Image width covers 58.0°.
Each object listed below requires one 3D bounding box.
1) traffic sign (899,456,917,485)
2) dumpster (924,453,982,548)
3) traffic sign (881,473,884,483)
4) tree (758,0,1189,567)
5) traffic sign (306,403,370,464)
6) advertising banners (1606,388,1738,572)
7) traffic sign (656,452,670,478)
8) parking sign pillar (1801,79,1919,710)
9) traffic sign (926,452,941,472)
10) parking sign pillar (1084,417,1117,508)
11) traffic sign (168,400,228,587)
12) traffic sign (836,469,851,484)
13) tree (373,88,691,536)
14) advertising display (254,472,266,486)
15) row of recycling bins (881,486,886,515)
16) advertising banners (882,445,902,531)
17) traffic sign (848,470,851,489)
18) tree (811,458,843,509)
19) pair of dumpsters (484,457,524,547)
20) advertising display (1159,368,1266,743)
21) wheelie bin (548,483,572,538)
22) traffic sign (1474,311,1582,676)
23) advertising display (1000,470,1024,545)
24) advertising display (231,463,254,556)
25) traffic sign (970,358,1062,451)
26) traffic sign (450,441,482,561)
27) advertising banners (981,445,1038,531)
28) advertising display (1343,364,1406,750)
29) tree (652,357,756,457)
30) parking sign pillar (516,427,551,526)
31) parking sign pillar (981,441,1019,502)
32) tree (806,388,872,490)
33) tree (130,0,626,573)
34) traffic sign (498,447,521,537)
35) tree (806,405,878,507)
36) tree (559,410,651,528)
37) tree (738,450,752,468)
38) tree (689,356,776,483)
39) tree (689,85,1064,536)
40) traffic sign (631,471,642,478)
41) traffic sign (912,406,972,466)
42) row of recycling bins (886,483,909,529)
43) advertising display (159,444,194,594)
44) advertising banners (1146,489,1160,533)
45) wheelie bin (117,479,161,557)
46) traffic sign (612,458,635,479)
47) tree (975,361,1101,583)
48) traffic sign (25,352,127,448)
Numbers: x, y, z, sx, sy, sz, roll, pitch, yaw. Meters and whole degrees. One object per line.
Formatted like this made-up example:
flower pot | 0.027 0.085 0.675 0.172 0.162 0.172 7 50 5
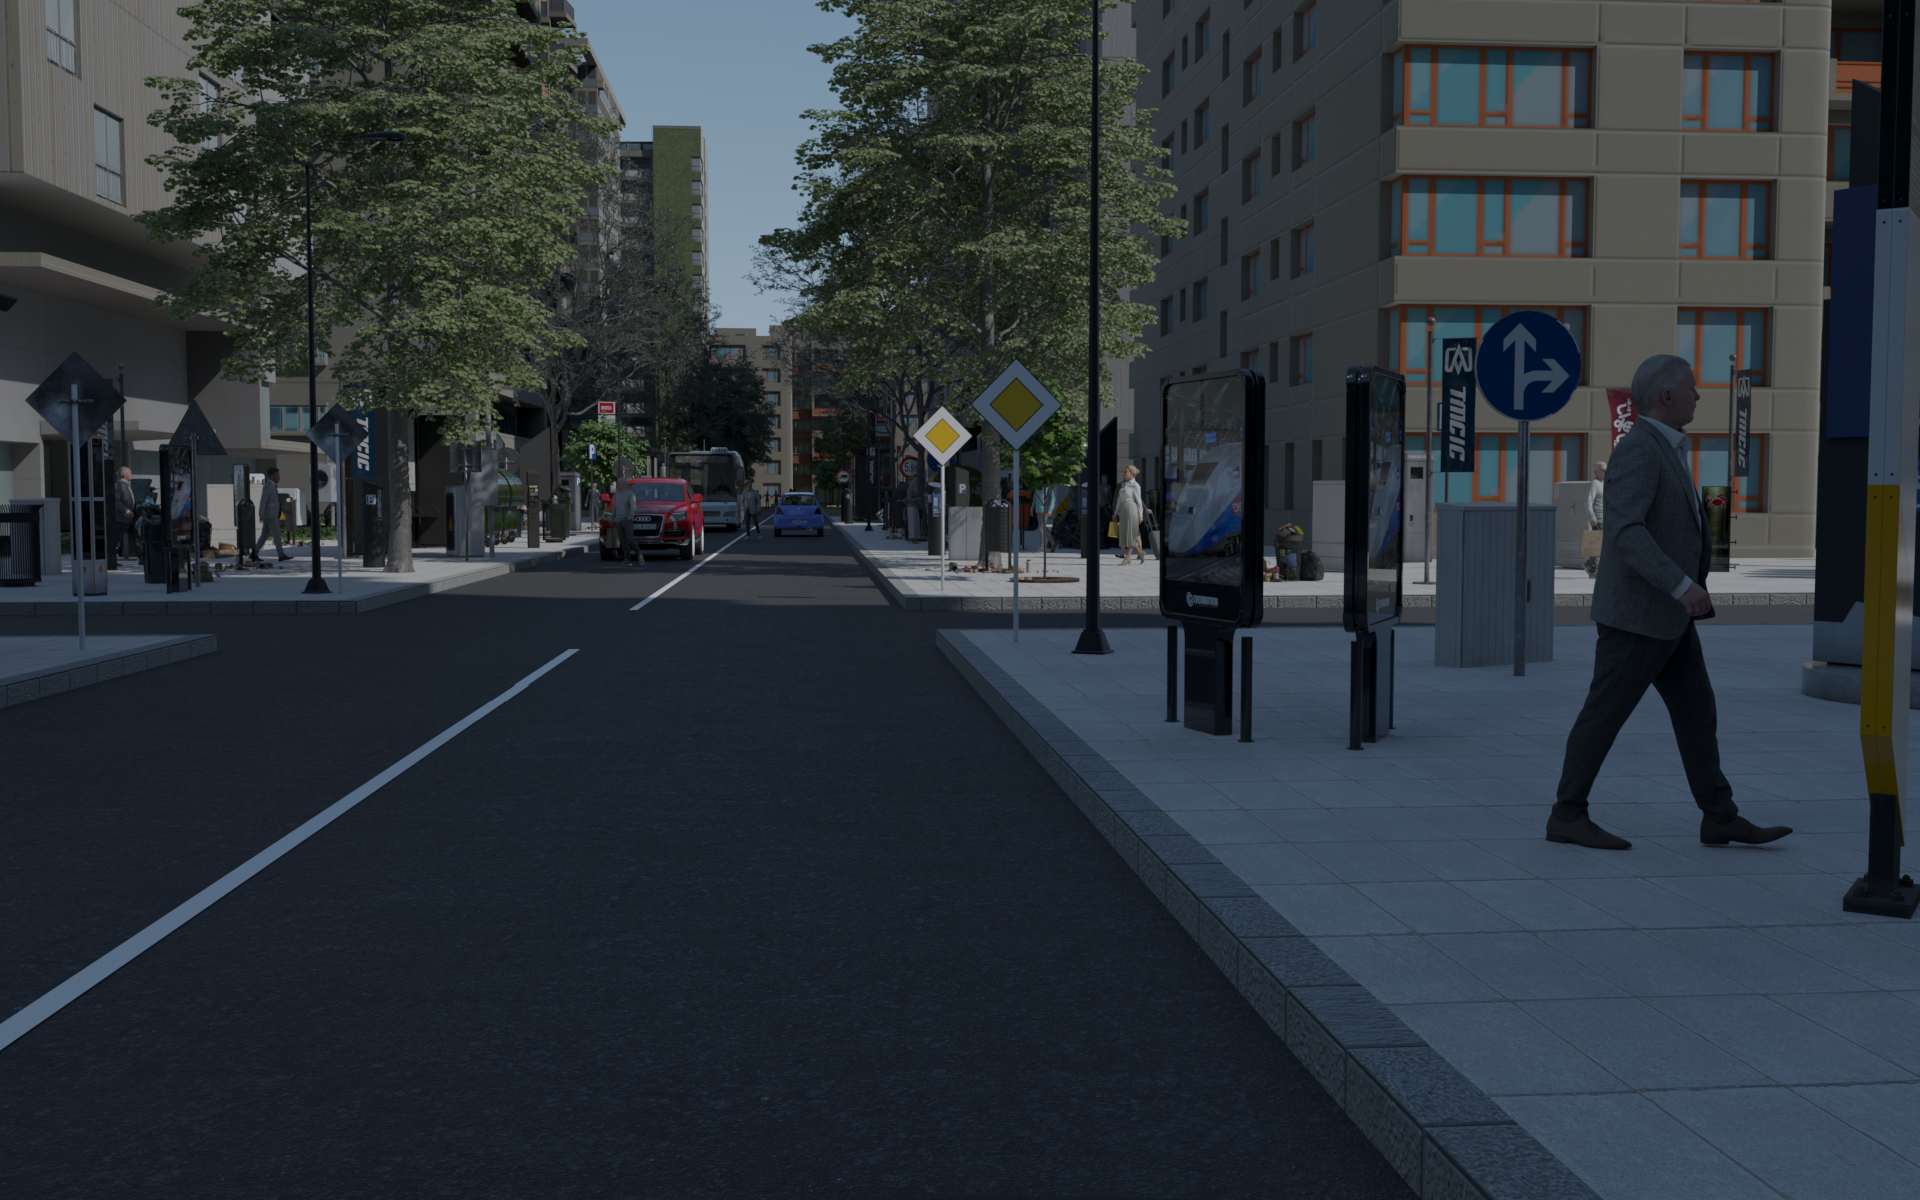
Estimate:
traffic sign | -1.651 -3.550 58.146 0.768 2.556 0.104 0 4 -3
dumpster | -0.046 -2.361 41.093 1.502 2.255 1.985 0 4 -5
traffic sign | -4.564 -5.790 94.769 0.768 2.556 0.104 0 4 -5
tree | 0.319 -6.884 30.676 7.486 12.596 7.792 0 3 0
traffic sign | -7.976 -1.224 22.198 0.795 2.593 0.064 0 4 -5
advertising banners | 11.703 -1.979 28.542 2.074 3.025 0.090 1 4 12
traffic sign | -15.082 -5.493 83.680 2.265 3.308 0.079 0 4 3
parking sign pillar | 6.094 -1.364 10.776 1.447 3.967 1.447 -2 4 -34
traffic sign | -0.491 -2.737 44.856 0.768 2.556 0.104 0 4 -4
parking sign pillar | 4.880 -4.374 59.980 1.447 3.967 1.447 3 5 44
traffic sign | -10.527 -1.458 23.850 0.884 2.594 0.081 0 4 0
traffic sign | -5.988 -5.431 88.910 0.768 2.556 0.104 0 4 -3
tree | -12.332 -8.705 52.689 12.009 13.543 11.850 0 3 0
advertising display | -20.902 -2.797 50.938 0.974 1.923 0.123 -3 5 -41
row of recycling bins | -4.136 -5.195 92.047 1.069 1.692 3.534 -1 4 -20
advertising banners | -2.414 -4.011 61.761 0.090 3.025 2.074 1 4 17
traffic sign | -5.974 -5.705 93.384 0.768 2.556 0.104 0 4 4
tree | -11.295 -10.237 151.096 4.285 4.588 4.351 0 3 0
pair of dumpsters | -12.036 -2.505 43.446 1.574 2.255 4.437 0 4 -5
advertising display | 1.340 -0.251 9.314 0.123 1.923 0.974 -1 4 -20
wheelie bin | -11.717 -2.622 50.776 0.693 1.594 0.980 -1 4 -12
traffic sign | 3.949 -0.737 12.151 0.768 2.556 0.104 0 4 -5
advertising display | 1.122 -2.331 43.333 0.974 1.923 0.123 -1 4 -15
advertising display | -15.059 -1.903 36.328 0.123 1.923 0.974 -2 4 -35
traffic sign | 0.504 -0.779 14.920 0.795 2.593 0.064 0 4 -5
traffic sign | -9.444 -1.896 33.121 0.606 2.300 0.079 0 4 1
advertising banners | 1.706 -3.928 60.409 2.074 3.025 0.090 1 4 13
advertising display | 2.166 -0.234 9.039 0.123 1.923 0.974 2 4 25
tree | -17.107 -11.139 116.536 7.601 10.594 8.767 -3 4 -39
parking sign pillar | -17.124 -4.955 69.484 1.447 3.967 1.447 -3 4 -37
parking sign pillar | 1.628 -5.431 77.273 1.447 3.967 1.447 2 4 24
tree | -7.800 -10.089 115.324 4.737 8.622 4.395 0 3 0
tree | -9.381 -6.743 28.371 7.486 12.596 7.792 0 3 0
traffic sign | -12.327 -2.873 47.077 0.768 2.556 0.104 0 4 1
tree | -11.856 -14.555 172.378 7.601 10.594 8.767 1 4 13
tree | -13.661 -5.050 66.284 4.285 4.588 4.351 0 3 0
tree | -22.398 -13.612 172.925 4.737 8.622 4.395 0 3 0
tree | -21.317 -15.529 160.550 9.857 13.997 8.962 0 3 0
tree | -1.263 -8.602 51.016 12.009 13.543 11.850 0 3 0
traffic sign | -13.218 -4.274 69.991 0.768 2.556 0.104 0 4 2
traffic sign | -0.211 -1.265 22.873 0.795 2.593 0.064 0 4 -5
row of recycling bins | -1.729 -3.589 65.789 1.069 1.692 3.534 1 4 13
advertising display | -10.236 -1.067 22.656 0.123 1.923 0.974 0 4 -8
advertising banners | 5.840 -3.125 47.284 0.090 3.025 2.074 -3 4 -38
wheelie bin | -16.761 -1.675 35.288 0.980 1.594 0.693 1 4 10
traffic sign | -11.740 -3.691 60.450 0.768 2.556 0.104 0 4 -1
tree | 1.322 -1.871 25.193 1.663 3.219 1.824 0 3 0
traffic sign | -7.260 -0.737 14.245 0.795 2.593 0.064 0 4 -5
